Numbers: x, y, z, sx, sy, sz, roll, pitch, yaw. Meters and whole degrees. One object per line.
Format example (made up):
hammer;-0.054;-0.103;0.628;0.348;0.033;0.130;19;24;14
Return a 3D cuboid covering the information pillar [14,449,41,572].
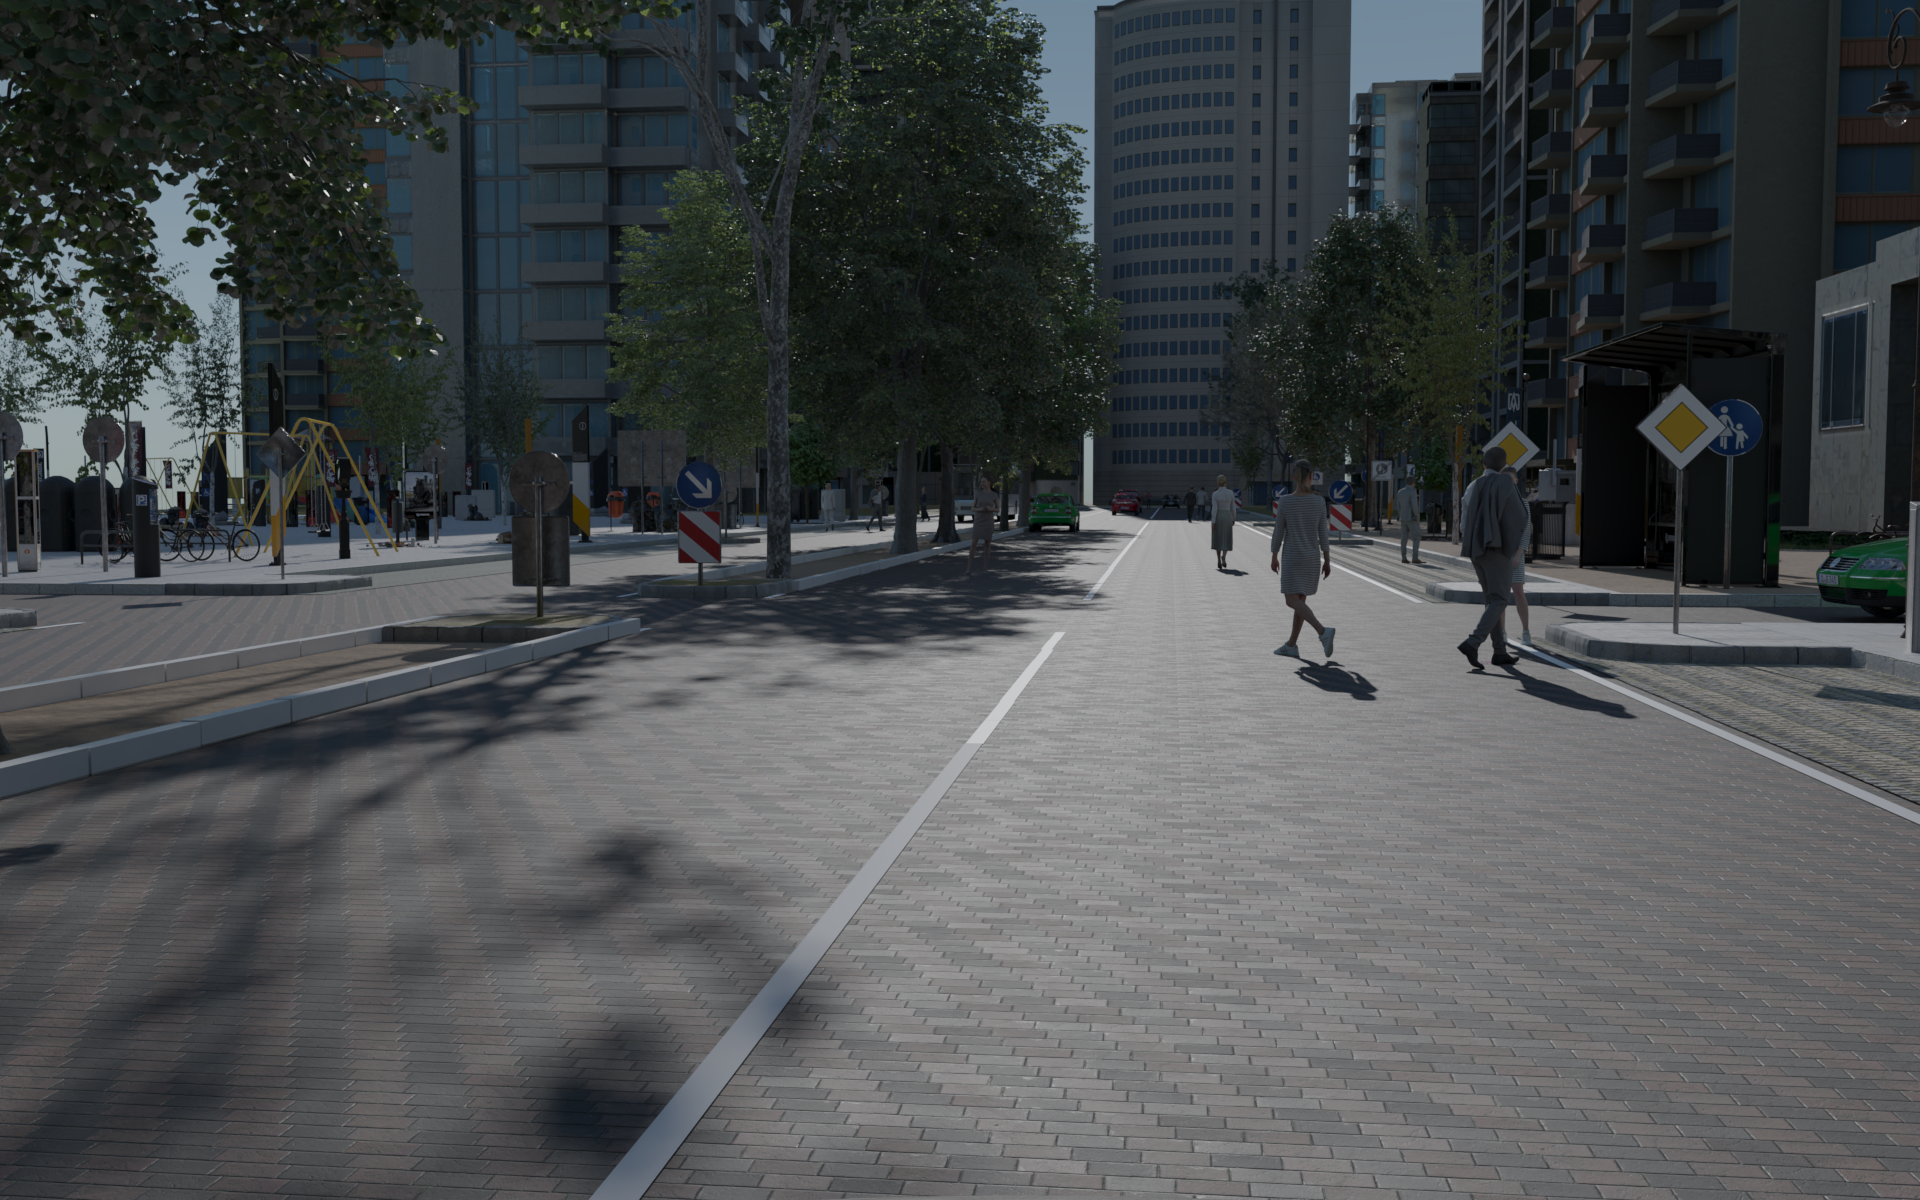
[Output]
information pillar;-15.362;-1.471;28.537;0.304;2.012;0.304;-1;4;-17

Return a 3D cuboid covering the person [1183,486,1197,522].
person;11.681;-4.862;87.767;0.659;1.850;0.755;1;4;19

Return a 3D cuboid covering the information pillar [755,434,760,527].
information pillar;-7.926;-4.671;67.727;0.183;3.616;0.504;0;4;-5

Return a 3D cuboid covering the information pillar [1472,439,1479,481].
information pillar;21.817;-5.016;73.361;0.183;3.616;0.504;-1;4;-10

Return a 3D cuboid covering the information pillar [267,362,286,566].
information pillar;-12.264;-2.431;31.097;0.183;3.616;0.504;0;4;0

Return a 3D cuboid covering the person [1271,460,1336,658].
person;3.034;-0.362;15.175;0.466;1.731;0.760;-3;4;-38

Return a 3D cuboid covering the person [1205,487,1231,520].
person;14.113;-5.214;93.971;1.509;1.804;0.699;1;4;14

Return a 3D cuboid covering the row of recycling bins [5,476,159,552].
row of recycling bins;-19.690;-1.934;38.730;3.534;1.692;1.069;0;4;3

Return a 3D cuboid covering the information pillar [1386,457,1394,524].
information pillar;18.241;-5.015;73.346;0.183;3.616;0.504;2;4;28

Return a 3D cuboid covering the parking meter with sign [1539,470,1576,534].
parking meter with sign;19.622;-3.658;56.070;1.738;3.016;0.543;1;4;15

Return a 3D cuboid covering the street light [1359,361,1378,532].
street light;13.890;-5.274;59.016;0.468;5.910;1.993;0;4;7

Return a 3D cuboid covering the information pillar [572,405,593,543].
information pillar;-9.968;-3.319;45.627;0.504;3.616;0.183;1;4;19

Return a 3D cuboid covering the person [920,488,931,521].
person;-1.841;-4.960;90.011;0.534;1.772;0.576;-3;5;-40

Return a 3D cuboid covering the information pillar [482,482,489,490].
information pillar;-28.020;-5.985;102.345;0.304;2.012;0.304;3;5;39

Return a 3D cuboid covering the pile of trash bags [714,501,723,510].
pile of trash bags;-11.441;-3.852;72.726;3.447;1.369;1.912;0;4;-7

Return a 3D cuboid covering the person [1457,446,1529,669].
person;4.427;-0.352;14.353;0.850;1.850;0.679;-2;4;-34

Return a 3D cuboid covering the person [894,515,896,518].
person;-2.338;-3.806;71.089;0.694;1.780;0.624;-2;4;-24

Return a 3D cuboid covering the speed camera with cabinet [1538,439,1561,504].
speed camera with cabinet;22.096;-4.205;63.093;2.038;3.252;0.660;-1;4;-19

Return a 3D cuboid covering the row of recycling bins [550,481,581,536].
row of recycling bins;-12.463;-2.927;54.975;1.069;1.692;3.534;0;4;-7

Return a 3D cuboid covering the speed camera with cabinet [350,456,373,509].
speed camera with cabinet;-31.067;-5.844;89.884;0.660;3.252;2.038;0;4;-1

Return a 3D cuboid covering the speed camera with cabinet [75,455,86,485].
speed camera with cabinet;-45.404;-5.753;88.395;2.038;3.252;0.660;0;4;-4

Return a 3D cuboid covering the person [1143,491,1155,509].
person;18.358;-9.736;168.408;1.217;1.743;0.721;0;4;-2

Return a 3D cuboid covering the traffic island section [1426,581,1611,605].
traffic island section;7.566;-0.097;23.868;2.009;0.180;2.903;0;4;7

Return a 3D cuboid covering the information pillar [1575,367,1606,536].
information pillar;11.574;-2.471;31.759;0.504;3.616;0.183;1;4;11

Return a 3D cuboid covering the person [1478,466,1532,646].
person;5.238;-0.434;16.592;0.512;1.701;0.522;1;4;23

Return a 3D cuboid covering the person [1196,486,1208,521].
person;12.743;-5.079;91.381;0.661;1.843;0.795;1;4;22

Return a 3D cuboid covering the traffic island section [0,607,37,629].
traffic island section;-11.157;0.256;18.095;2.009;0.180;2.903;0;4;7

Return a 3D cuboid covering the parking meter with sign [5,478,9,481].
parking meter with sign;-46.490;-5.379;84.211;1.738;3.016;0.543;0;4;-7

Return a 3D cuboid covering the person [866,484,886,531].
person;-3.235;-3.533;66.357;0.850;1.850;0.679;2;4;27

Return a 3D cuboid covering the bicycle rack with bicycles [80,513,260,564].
bicycle rack with bicycles;-15.025;-1.159;32.333;2.925;0.926;2.852;1;4;20

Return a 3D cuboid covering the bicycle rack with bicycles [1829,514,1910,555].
bicycle rack with bicycles;16.515;-1.004;29.799;2.925;0.926;2.852;0;4;3

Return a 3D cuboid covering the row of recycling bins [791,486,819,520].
row of recycling bins;-8.185;-4.852;86.444;1.069;1.692;3.534;2;4;26

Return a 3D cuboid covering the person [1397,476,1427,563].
person;9.268;-1.658;35.704;0.391;1.810;0.635;-2;4;-34

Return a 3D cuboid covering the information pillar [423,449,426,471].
information pillar;-28.198;-6.108;91.221;0.183;3.616;0.504;-1;4;-9

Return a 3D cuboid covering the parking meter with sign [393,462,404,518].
parking meter with sign;-30.253;-5.981;94.054;0.543;3.016;1.738;-2;4;-31

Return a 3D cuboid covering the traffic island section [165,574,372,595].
traffic island section;-10.194;-0.229;26.022;2.009;0.180;2.903;0;4;7

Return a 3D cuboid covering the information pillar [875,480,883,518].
information pillar;-4.382;-5.458;93.738;0.304;2.012;0.304;1;4;20

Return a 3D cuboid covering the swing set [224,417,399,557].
swing set;-13.600;-2.387;36.642;2.862;2.851;3.119;-1;4;-10

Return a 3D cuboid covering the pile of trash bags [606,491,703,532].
pile of trash bags;-10.723;-3.033;59.339;3.447;1.369;1.912;2;4;29

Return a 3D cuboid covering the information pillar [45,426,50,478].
information pillar;-31.155;-4.147;59.160;0.183;3.616;0.504;-2;4;-30

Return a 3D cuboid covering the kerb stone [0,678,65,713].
kerb stone;-6.258;0.648;11.600;0.120;0.150;1.000;0;4;7

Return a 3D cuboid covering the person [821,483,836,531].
person;-5.009;-3.529;66.077;0.514;1.842;0.818;-1;4;-16

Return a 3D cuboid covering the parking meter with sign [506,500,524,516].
parking meter with sign;-26.194;-6.540;103.185;0.543;3.016;1.738;3;4;38

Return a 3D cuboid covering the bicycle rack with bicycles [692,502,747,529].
bicycle rack with bicycles;-9.747;-3.065;63.494;2.925;0.926;2.852;3;4;36

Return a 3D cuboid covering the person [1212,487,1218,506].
person;14.225;-5.353;96.252;0.478;1.798;0.641;3;5;43

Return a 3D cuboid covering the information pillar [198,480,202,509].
information pillar;-39.538;-5.257;90.440;0.304;2.012;0.304;0;4;6

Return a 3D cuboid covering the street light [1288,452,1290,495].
street light;18.582;-7.644;97.765;0.468;5.910;1.993;0;4;7

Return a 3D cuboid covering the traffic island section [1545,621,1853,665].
traffic island section;6.604;0.388;15.941;2.009;0.180;2.903;0;4;7

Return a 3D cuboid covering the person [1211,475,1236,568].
person;5.078;-1.511;33.436;0.478;1.798;0.641;1;4;13

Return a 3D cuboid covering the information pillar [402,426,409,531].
information pillar;-19.093;-4.174;59.600;0.183;3.616;0.504;-2;4;-24

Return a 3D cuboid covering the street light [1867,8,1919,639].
street light;8.469;-2.596;15.235;0.468;5.910;1.993;0;4;7

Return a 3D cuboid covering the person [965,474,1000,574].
person;0.403;-1.352;30.942;0.599;1.781;0.374;0;4;5

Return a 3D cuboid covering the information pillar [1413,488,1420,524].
information pillar;19.140;-4.180;72.829;0.304;2.012;0.304;-1;4;-9

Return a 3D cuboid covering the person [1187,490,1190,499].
person;21.170;-9.277;160.199;0.705;1.821;1.348;2;4;28
